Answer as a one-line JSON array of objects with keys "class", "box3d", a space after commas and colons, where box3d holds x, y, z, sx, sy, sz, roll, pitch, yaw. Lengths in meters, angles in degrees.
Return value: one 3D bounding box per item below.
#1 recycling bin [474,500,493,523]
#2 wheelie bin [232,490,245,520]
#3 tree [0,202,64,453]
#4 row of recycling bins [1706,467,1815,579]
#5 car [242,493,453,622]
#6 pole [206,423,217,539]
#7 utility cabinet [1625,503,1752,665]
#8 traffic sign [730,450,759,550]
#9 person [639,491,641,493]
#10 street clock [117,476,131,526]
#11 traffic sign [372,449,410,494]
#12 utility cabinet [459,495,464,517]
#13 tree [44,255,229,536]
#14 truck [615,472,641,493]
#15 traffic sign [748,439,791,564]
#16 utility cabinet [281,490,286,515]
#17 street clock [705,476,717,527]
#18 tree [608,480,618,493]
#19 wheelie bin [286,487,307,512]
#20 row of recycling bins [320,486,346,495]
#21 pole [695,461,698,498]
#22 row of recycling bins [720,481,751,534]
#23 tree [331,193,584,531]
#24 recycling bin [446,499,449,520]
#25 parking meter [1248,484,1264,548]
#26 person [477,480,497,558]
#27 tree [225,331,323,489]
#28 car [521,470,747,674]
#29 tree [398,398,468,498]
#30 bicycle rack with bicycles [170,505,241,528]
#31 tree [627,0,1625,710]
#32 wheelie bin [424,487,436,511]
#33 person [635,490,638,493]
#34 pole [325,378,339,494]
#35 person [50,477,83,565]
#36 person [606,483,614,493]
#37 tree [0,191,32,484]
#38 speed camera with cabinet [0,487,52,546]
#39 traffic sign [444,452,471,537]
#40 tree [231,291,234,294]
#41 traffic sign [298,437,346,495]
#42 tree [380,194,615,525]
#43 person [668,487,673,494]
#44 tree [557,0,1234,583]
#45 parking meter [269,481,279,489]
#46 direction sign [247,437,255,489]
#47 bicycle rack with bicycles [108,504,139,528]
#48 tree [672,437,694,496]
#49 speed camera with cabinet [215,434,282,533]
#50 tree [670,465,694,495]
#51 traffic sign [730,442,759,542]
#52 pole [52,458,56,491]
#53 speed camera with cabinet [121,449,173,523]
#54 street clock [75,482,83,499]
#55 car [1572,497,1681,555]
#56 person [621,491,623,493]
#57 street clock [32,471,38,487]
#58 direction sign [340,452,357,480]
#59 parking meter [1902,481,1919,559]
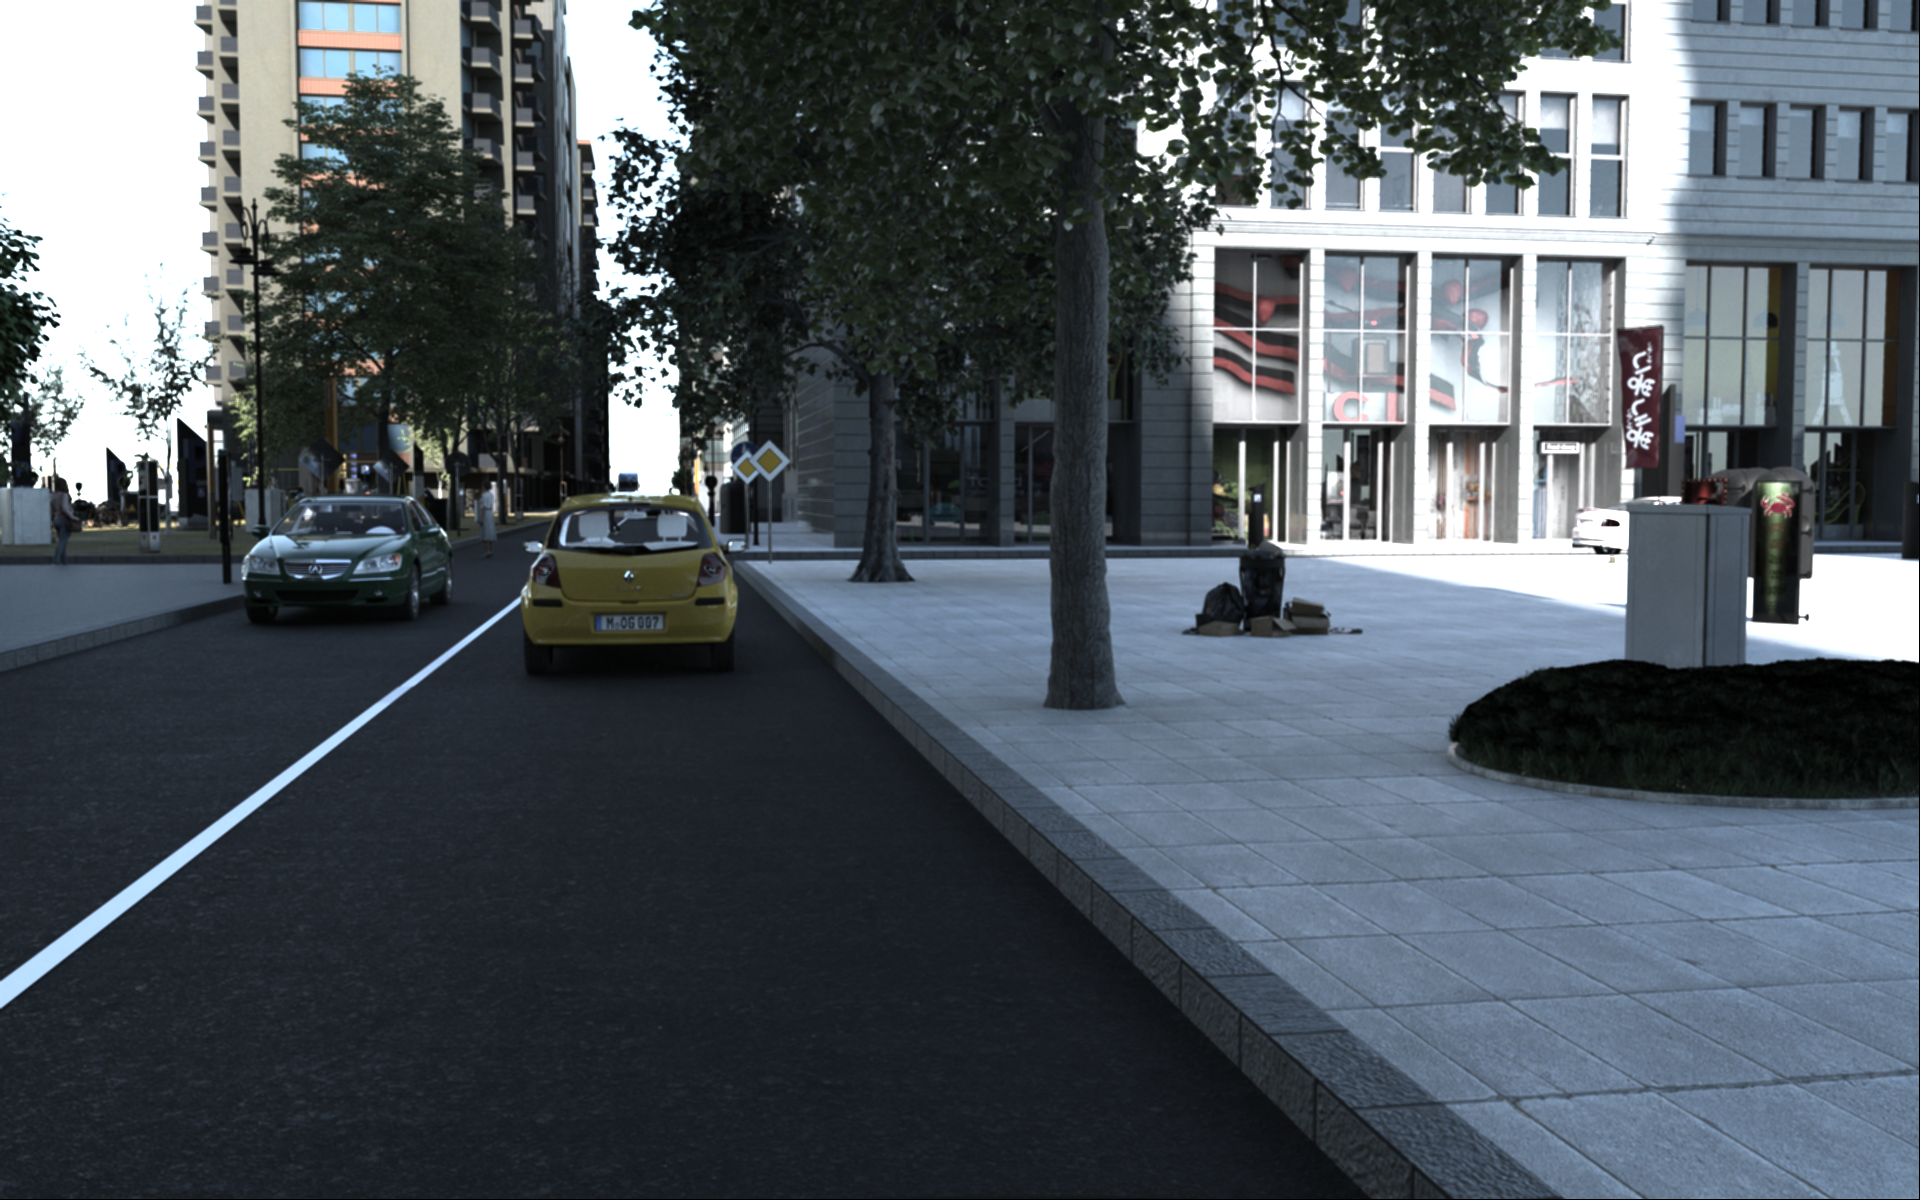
[{"class": "recycling bin", "box3d": [-21.308, -3.970, 77.465, 0.722, 1.027, 0.722, -1, 4, -21]}, {"class": "wheelie bin", "box3d": [-36.250, -4.840, 87.040, 0.693, 1.594, 0.980, 1, 4, 17]}, {"class": "tree", "box3d": [-10.258, -1.995, 16.334, 4.285, 4.588, 4.351, 0, 3, 0]}, {"class": "row of recycling bins", "box3d": [12.636, -1.256, 27.651, 1.069, 1.692, 3.534, 0, 4, 8]}, {"class": "car", "box3d": [-7.320, -0.565, 21.035, 2.131, 1.459, 4.920, -1, 4, -9]}, {"class": "pole", "box3d": [-21.463, -3.413, 49.639, 0.158, 3.312, 0.155, 0, 3, 0]}, {"class": "utility cabinet", "box3d": [4.661, 0.002, 11.132, 0.306, 1.237, 1.020, 0, 4, -6]}, {"class": "traffic sign", "box3d": [-4.870, -2.207, 39.724, 0.795, 2.450, 0.064, -1, 4, -10]}, {"class": "person", "box3d": [-32.143, -10.140, 174.739, 0.568, 1.767, 0.683, 1, 4, 16]}, {"class": "street clock", "box3d": [-33.740, -4.000, 69.974, 0.471, 2.002, 0.358, -3, 5, -39]}, {"class": "traffic sign", "box3d": [-12.602, -2.126, 38.404, 0.795, 2.450, 0.064, -1, 4, -10]}, {"class": "utility cabinet", "box3d": [-27.831, -5.174, 95.755, 0.306, 1.237, 1.020, 1, 4, 20]}, {"class": "tree", "box3d": [-24.457, -6.262, 52.750, 4.360, 8.622, 3.978, 0, 3, 0]}, {"class": "truck", "box3d": [-40.465, -13.627, 212.560, 2.967, 4.110, 18.799, -1, 4, -9]}, {"class": "traffic sign", "box3d": [-3.502, -1.726, 31.857, 0.795, 2.450, 0.064, -1, 4, -10]}, {"class": "utility cabinet", "box3d": [-41.259, -5.871, 104.677, 1.173, 1.500, 0.318, 2, 4, 31]}, {"class": "street clock", "box3d": [-9.808, -3.898, 68.304, 0.471, 2.002, 0.358, 2, 4, 33]}, {"class": "tree", "box3d": [-47.726, -14.877, 237.834, 1.663, 3.219, 1.824, 0, 3, 0]}, {"class": "wheelie bin", "box3d": [-31.034, -4.471, 81.001, 0.980, 1.594, 0.693, 0, 4, -7]}, {"class": "row of recycling bins", "box3d": [-33.106, -5.116, 90.759, 3.534, 1.692, 1.069, 1, 4, 16]}, {"class": "pole", "box3d": [-15.853, -6.752, 104.239, 0.158, 3.312, 0.155, 0, 3, 0]}, {"class": "row of recycling bins", "box3d": [-7.423, -3.064, 57.214, 1.069, 1.692, 3.534, 0, 4, -6]}, {"class": "tree", "box3d": [-18.006, -8.267, 60.918, 9.928, 11.665, 9.643, 0, 3, 0]}, {"class": "recycling bin", "box3d": [-25.829, -4.482, 85.837, 0.722, 1.027, 0.722, 3, 4, 37]}, {"class": "parking meter", "box3d": [7.071, -2.014, 41.348, 0.372, 1.533, 0.369, 0, 3, 0]}, {"class": "person", "box3d": [-10.722, -1.832, 39.015, 0.524, 1.755, 0.480, 1, 4, 12]}, {"class": "tree", "box3d": [-29.965, -7.657, 75.552, 4.737, 8.622, 4.395, 0, 3, 0]}, {"class": "car", "box3d": [-2.876, -0.312, 15.319, 2.015, 1.641, 3.980, -1, 4, -9]}, {"class": "tree", "box3d": [-31.744, -9.469, 105.183, 4.737, 8.622, 4.395, 0, 3, 0]}, {"class": "bicycle rack with bicycles", "box3d": [-28.229, -3.162, 65.085, 2.852, 0.926, 2.925, 2, 4, 25]}, {"class": "tree", "box3d": [0.897, -5.602, 9.713, 7.486, 12.596, 7.792, 0, 3, 0]}, {"class": "wheelie bin", "box3d": [-24.835, -4.460, 80.823, 0.693, 1.594, 0.980, -1, 4, -9]}, {"class": "person", "box3d": [-25.844, -7.914, 138.422, 0.617, 1.759, 0.750, 0, 4, -7]}, {"class": "pole", "box3d": [-11.111, -2.252, 30.670, 0.158, 3.312, 0.155, 0, 3, 0]}, {"class": "person", "box3d": [-16.597, -1.400, 31.980, 0.593, 1.750, 0.643, 2, 4, 28]}, {"class": "person", "box3d": [-12.327, -3.241, 61.505, 0.620, 1.820, 0.660, -1, 4, -8]}, {"class": "tree", "box3d": [-22.571, -5.406, 38.755, 4.737, 8.622, 4.395, 0, 3, 0]}, {"class": "speed camera with cabinet", "box3d": [-23.562, -2.953, 42.625, 0.660, 3.252, 2.038, 2, 4, 34]}, {"class": "traffic sign", "box3d": [-15.044, -3.168, 51.906, 0.768, 2.556, 0.104, -1, 4, -9]}, {"class": "tree", "box3d": [-15.126, -7.847, 46.428, 7.486, 12.596, 7.792, 0, 3, 0]}, {"class": "traffic sign", "box3d": [-11.234, -1.645, 30.537, 0.795, 2.450, 0.064, -1, 4, -10]}, {"class": "tree", "box3d": [-19.319, -9.896, 72.164, 12.009, 13.543, 11.850, 0, 3, 0]}, {"class": "person", "box3d": [-15.656, -5.166, 93.138, 0.473, 1.802, 0.592, 2, 4, 33]}, {"class": "tree", "box3d": [-1.047, -6.618, 25.213, 9.611, 12.733, 9.660, 0, 3, 0]}, {"class": "parking meter", "box3d": [-31.510, -4.519, 79.590, 0.255, 1.863, 0.399, 3, 5, 43]}, {"class": "direction sign", "box3d": [-28.106, -4.692, 68.709, 0.379, 3.537, 0.876, -3, 4, -39]}, {"class": "bicycle rack with bicycles", "box3d": [-32.148, -3.166, 65.148, 2.852, 0.926, 2.925, 3, 4, 37]}, {"class": "tree", "box3d": [-32.205, -15.600, 205.426, 4.360, 8.622, 3.978, 0, 3, 0]}, {"class": "speed camera with cabinet", "box3d": [-23.330, -3.818, 56.755, 2.038, 3.252, 0.660, 1, 4, 10]}, {"class": "tree", "box3d": [-31.452, -13.032, 196.794, 4.285, 4.588, 4.351, 0, 3, 0]}, {"class": "traffic sign", "box3d": [-5.183, -2.568, 42.092, 0.768, 2.556, 0.104, 0, 4, -2]}, {"class": "pole", "box3d": [-51.283, -6.379, 98.141, 0.158, 3.312, 0.155, 0, 3, 0]}, {"class": "speed camera with cabinet", "box3d": [-35.867, -5.018, 76.385, 2.038, 3.252, 0.660, 0, 4, -7]}, {"class": "street clock", "box3d": [-52.267, -6.006, 102.770, 0.358, 2.002, 0.471, 0, 4, 0]}, {"class": "car", "box3d": [16.182, -1.619, 38.829, 4.827, 1.381, 2.083, -1, 4, -10]}, {"class": "person", "box3d": [-32.182, -9.489, 164.582, 0.756, 1.711, 0.436, 2, 4, 24]}, {"class": "street clock", "box3d": [-28.467, -2.962, 52.999, 0.358, 2.002, 0.471, 3, 5, 45]}, {"class": "direction sign", "box3d": [-32.895, -6.192, 93.229, 0.876, 3.537, 0.379, -1, 4, -12]}, {"class": "parking meter", "box3d": [18.775, -1.571, 34.095, 0.372, 1.533, 0.369, 0, 3, 0]}]
